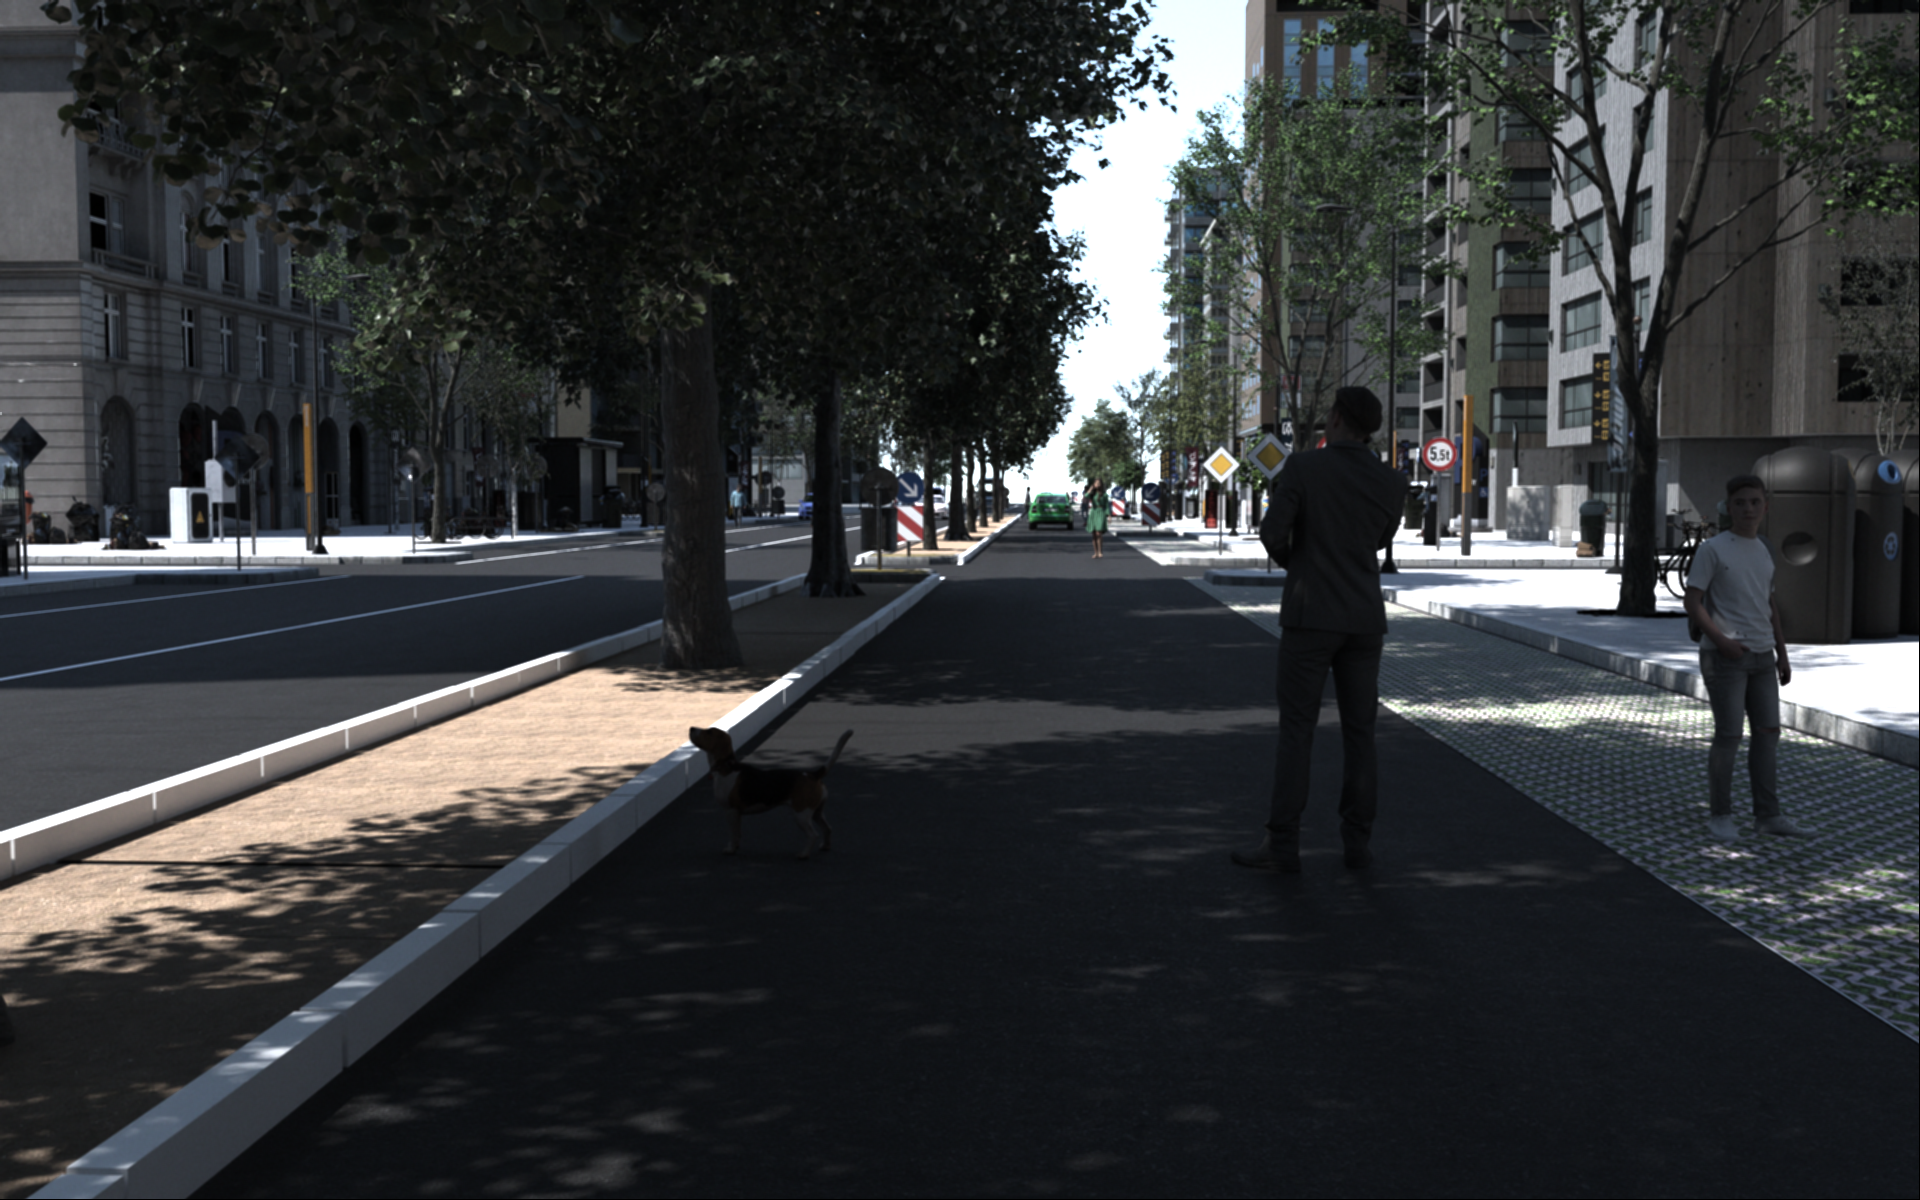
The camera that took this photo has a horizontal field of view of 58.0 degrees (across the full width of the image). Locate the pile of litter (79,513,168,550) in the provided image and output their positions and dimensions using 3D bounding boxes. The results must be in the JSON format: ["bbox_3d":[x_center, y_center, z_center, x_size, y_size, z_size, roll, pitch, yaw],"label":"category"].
[{"bbox_3d":[-19.213,-1.597,40.073,1.719,0.858,1.176,2,4,24],"label":"pile of litter"}]

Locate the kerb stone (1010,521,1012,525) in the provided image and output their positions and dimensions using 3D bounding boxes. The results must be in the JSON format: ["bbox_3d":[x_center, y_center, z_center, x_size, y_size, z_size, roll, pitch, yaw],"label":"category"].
[{"bbox_3d":[2.099,-3.292,76.027,0.120,0.150,1.000,0,4,3],"label":"kerb stone"}]

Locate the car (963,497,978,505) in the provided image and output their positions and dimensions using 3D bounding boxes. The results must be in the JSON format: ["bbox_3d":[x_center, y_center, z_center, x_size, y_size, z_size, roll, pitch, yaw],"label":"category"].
[{"bbox_3d":[1.447,-13.165,225.037,2.009,1.686,4.222,0,4,4],"label":"car"}]

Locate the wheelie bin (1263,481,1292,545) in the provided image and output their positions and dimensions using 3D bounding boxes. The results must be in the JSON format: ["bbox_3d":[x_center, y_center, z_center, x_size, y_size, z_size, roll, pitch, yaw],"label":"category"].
[{"bbox_3d":[7.596,-1.995,40.527,0.980,1.594,0.693,0,4,-1],"label":"wheelie bin"}]

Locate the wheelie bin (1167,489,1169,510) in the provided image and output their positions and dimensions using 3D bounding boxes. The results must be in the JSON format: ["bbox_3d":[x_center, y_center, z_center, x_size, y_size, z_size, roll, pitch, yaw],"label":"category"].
[{"bbox_3d":[12.750,-6.101,107.666,0.693,1.594,0.980,-2,4,-35],"label":"wheelie bin"}]

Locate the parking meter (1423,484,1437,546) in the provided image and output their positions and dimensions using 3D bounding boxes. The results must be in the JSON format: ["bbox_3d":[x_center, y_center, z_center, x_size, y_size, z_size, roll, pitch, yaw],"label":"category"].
[{"bbox_3d":[11.770,-2.130,43.234,0.372,1.533,0.369,0,3,0],"label":"parking meter"}]

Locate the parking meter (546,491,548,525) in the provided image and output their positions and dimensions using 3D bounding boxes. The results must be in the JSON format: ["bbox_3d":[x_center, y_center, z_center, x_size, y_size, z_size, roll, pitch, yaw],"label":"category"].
[{"bbox_3d":[-16.993,-3.887,71.966,0.372,1.533,0.369,0,3,0],"label":"parking meter"}]

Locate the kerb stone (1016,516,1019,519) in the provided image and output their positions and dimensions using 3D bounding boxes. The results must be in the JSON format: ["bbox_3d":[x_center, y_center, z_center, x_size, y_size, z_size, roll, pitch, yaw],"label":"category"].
[{"bbox_3d":[2.891,-4.231,91.369,0.120,0.150,1.000,0,4,3],"label":"kerb stone"}]

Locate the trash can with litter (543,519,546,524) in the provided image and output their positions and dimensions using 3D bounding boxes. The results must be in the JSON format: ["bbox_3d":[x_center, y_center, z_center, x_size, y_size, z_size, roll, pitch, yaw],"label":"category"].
[{"bbox_3d":[-18.273,-3.935,75.400,1.678,1.210,2.233,-1,4,-9],"label":"trash can with litter"}]

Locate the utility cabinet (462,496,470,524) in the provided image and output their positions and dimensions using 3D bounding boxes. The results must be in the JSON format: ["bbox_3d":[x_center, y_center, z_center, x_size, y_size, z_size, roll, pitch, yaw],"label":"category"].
[{"bbox_3d":[-20.992,-3.816,73.549,0.306,1.237,1.020,-1,4,-14],"label":"utility cabinet"}]

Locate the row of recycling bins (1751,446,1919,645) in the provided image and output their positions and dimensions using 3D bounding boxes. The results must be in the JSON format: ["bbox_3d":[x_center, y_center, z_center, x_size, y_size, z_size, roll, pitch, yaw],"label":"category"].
[{"bbox_3d":[8.398,-0.532,15.814,3.534,1.692,1.069,-2,4,-33],"label":"row of recycling bins"}]

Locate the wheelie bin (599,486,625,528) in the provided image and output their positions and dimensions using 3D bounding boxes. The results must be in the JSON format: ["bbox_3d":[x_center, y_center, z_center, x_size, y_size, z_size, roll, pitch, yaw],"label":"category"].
[{"bbox_3d":[-13.040,-3.497,65.092,0.980,1.594,0.693,-2,4,-32],"label":"wheelie bin"}]

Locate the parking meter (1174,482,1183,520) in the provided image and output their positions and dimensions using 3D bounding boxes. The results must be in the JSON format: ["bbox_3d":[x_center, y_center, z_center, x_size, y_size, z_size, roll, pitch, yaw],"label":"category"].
[{"bbox_3d":[10.707,-4.844,84.918,0.399,1.863,0.255,-2,4,-32],"label":"parking meter"}]

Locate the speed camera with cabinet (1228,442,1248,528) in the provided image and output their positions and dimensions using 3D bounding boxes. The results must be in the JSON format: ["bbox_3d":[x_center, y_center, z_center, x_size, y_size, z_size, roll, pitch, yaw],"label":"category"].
[{"bbox_3d":[10.942,-4.388,66.077,0.660,3.252,2.038,3,4,38],"label":"speed camera with cabinet"}]

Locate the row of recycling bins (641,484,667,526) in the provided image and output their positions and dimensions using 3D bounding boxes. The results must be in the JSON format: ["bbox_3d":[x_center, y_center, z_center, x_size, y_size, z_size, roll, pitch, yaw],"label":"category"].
[{"bbox_3d":[-12.556,-3.964,71.925,1.069,1.692,3.534,-1,4,-18],"label":"row of recycling bins"}]

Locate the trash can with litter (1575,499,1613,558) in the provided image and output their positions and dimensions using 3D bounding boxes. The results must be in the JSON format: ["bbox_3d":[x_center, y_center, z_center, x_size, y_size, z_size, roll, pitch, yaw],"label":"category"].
[{"bbox_3d":[12.853,-1.454,35.156,0.624,1.170,1.055,2,4,29],"label":"trash can with litter"}]

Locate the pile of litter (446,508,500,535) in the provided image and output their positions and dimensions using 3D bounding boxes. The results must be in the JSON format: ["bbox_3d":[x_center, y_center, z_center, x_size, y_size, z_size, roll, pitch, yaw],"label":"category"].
[{"bbox_3d":[-15.440,-2.486,54.617,1.719,0.858,1.176,0,4,-4],"label":"pile of litter"}]

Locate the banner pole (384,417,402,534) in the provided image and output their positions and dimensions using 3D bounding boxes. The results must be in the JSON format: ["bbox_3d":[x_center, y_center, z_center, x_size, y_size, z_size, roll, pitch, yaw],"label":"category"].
[{"bbox_3d":[-18.452,-4.060,56.402,0.401,3.779,0.863,1,4,18],"label":"banner pole"}]

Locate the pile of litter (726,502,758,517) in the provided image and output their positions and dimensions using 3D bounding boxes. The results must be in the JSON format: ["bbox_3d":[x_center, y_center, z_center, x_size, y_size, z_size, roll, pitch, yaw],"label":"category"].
[{"bbox_3d":[-12.216,-5.123,97.732,1.719,0.858,1.176,0,4,-1],"label":"pile of litter"}]

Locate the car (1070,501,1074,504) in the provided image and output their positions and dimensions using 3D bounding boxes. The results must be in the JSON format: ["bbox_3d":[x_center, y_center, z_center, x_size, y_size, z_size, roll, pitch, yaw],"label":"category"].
[{"bbox_3d":[5.285,-5.238,95.428,2.009,1.686,4.222,0,4,4],"label":"car"}]

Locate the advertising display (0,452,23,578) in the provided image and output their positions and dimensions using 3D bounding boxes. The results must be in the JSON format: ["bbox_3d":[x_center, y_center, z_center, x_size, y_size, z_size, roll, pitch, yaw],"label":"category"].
[{"bbox_3d":[-14.849,-1.332,26.985,0.123,1.923,0.974,-1,4,-10],"label":"advertising display"}]

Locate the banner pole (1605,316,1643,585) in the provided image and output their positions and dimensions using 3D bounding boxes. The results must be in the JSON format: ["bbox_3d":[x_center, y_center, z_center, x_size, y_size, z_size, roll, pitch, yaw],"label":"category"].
[{"bbox_3d":[9.325,-2.097,24.295,0.863,3.779,0.401,-2,4,-34],"label":"banner pole"}]

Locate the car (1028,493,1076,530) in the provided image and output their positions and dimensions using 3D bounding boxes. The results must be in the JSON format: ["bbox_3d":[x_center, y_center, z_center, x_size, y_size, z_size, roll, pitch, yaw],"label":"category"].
[{"bbox_3d":[3.732,-3.771,70.451,1.959,1.807,4.718,0,4,4],"label":"car"}]

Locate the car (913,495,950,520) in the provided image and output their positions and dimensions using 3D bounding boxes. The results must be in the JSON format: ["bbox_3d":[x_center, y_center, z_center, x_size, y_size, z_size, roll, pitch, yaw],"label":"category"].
[{"bbox_3d":[-1.609,-5.238,98.000,2.083,1.381,4.827,0,4,2],"label":"car"}]

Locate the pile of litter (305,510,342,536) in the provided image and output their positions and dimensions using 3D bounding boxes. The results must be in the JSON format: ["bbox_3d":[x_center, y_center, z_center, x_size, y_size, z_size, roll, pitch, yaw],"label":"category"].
[{"bbox_3d":[-19.966,-2.464,54.259,1.176,0.858,1.719,0,4,-1],"label":"pile of litter"}]

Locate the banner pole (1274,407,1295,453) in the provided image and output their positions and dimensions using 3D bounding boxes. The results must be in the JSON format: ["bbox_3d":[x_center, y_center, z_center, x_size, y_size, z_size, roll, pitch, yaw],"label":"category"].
[{"bbox_3d":[9.332,-3.671,50.034,0.863,3.779,0.401,2,4,24],"label":"banner pole"}]

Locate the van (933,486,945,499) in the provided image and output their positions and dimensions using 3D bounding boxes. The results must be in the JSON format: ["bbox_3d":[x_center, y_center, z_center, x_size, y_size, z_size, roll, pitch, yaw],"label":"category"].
[{"bbox_3d":[-2.454,-9.311,156.611,2.240,2.365,5.245,0,4,4],"label":"van"}]

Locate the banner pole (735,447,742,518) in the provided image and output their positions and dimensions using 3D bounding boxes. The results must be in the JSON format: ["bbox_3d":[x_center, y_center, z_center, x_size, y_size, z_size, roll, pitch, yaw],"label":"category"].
[{"bbox_3d":[-11.798,-6.258,92.339,0.401,3.779,0.863,1,4,17],"label":"banner pole"}]

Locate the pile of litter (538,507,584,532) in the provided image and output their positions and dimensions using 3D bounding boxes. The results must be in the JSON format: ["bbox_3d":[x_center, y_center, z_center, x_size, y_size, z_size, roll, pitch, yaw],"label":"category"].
[{"bbox_3d":[-13.325,-2.703,58.164,1.719,0.858,1.176,1,4,15],"label":"pile of litter"}]

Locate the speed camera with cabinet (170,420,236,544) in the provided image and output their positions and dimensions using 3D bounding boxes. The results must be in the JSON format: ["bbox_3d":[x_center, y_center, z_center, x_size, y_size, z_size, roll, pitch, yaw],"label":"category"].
[{"bbox_3d":[-19.967,-3.147,45.790,0.660,3.252,2.038,1,4,15],"label":"speed camera with cabinet"}]

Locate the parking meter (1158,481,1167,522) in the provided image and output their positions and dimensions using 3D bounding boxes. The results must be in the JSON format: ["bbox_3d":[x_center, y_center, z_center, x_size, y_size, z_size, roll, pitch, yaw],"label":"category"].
[{"bbox_3d":[9.148,-4.440,78.312,0.255,1.863,0.399,2,4,32],"label":"parking meter"}]

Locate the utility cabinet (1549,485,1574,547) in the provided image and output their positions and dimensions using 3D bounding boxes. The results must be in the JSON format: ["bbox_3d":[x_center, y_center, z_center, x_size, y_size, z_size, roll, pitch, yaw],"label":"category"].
[{"bbox_3d":[14.530,-2.025,41.786,0.318,1.500,1.173,1,4,11],"label":"utility cabinet"}]

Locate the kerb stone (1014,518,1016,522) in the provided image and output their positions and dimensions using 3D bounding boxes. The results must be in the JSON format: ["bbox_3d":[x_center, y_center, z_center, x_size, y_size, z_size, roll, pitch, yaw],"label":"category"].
[{"bbox_3d":[2.518,-3.793,84.204,0.120,0.150,1.000,0,4,3],"label":"kerb stone"}]

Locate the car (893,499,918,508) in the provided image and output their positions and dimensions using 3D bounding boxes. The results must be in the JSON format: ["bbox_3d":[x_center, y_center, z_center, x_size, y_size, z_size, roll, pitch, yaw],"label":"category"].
[{"bbox_3d":[-3.774,-7.042,124.173,2.155,1.783,4.494,0,4,2],"label":"car"}]

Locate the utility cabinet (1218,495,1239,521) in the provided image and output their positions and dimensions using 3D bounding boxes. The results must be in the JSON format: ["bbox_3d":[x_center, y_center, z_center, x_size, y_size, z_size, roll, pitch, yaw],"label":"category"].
[{"bbox_3d":[13.010,-4.454,83.983,1.020,1.237,0.306,1,4,22],"label":"utility cabinet"}]

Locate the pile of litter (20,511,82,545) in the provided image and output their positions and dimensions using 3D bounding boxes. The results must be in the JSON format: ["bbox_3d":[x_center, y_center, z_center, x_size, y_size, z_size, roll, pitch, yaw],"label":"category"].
[{"bbox_3d":[-23.443,-1.855,44.291,1.719,0.858,1.176,0,4,3],"label":"pile of litter"}]

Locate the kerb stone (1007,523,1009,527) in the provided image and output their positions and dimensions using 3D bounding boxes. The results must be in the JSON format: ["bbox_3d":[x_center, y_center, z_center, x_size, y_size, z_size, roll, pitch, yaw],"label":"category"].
[{"bbox_3d":[1.836,-2.980,70.918,0.120,0.150,1.000,0,4,3],"label":"kerb stone"}]

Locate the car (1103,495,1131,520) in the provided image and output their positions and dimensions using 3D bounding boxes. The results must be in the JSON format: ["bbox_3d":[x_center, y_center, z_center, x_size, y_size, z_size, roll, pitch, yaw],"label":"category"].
[{"bbox_3d":[8.286,-5.007,93.875,2.014,1.417,4.499,0,4,1],"label":"car"}]

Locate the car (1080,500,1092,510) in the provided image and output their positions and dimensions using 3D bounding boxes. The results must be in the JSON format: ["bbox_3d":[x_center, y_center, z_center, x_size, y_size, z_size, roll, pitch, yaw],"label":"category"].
[{"bbox_3d":[10.847,-7.962,142.759,1.945,1.354,3.894,0,4,3],"label":"car"}]

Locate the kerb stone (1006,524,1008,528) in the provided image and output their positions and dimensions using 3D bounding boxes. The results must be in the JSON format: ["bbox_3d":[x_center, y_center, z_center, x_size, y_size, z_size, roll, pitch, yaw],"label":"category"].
[{"bbox_3d":[1.728,-2.855,68.877,0.120,0.150,1.000,0,4,3],"label":"kerb stone"}]

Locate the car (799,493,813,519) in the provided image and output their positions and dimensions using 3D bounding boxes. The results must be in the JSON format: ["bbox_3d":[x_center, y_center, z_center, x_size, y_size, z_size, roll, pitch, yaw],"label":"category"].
[{"bbox_3d":[-8.211,-5.480,99.187,1.945,1.707,3.694,0,4,3],"label":"car"}]

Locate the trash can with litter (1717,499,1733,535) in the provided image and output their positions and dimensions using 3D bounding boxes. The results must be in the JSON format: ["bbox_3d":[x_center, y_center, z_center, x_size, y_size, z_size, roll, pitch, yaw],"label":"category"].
[{"bbox_3d":[15.846,-1.472,35.449,0.624,1.170,1.055,1,4,16],"label":"trash can with litter"}]

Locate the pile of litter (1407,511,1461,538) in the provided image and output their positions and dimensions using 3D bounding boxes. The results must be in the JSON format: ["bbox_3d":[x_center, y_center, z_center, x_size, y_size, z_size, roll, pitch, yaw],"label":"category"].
[{"bbox_3d":[14.100,-2.288,51.366,1.176,0.858,1.719,-2,4,-26],"label":"pile of litter"}]

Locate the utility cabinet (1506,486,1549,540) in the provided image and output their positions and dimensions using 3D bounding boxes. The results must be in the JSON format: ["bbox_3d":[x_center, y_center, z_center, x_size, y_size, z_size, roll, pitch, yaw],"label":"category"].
[{"bbox_3d":[15.614,-2.382,47.620,0.318,1.500,1.173,-3,4,-37],"label":"utility cabinet"}]

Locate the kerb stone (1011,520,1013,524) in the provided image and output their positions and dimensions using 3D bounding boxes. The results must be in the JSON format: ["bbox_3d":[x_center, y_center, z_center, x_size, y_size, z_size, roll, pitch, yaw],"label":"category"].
[{"bbox_3d":[2.201,-3.418,78.072,0.120,0.150,1.000,0,4,3],"label":"kerb stone"}]

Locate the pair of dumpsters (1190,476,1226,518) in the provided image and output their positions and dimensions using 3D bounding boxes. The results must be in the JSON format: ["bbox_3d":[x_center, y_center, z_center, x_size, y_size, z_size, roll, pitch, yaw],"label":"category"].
[{"bbox_3d":[13.352,-5.553,93.282,1.574,2.255,4.437,0,4,3],"label":"pair of dumpsters"}]

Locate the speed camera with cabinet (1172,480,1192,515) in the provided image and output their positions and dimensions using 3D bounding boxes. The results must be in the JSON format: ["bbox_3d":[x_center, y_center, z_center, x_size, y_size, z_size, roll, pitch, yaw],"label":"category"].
[{"bbox_3d":[13.603,-6.773,105.069,0.660,3.252,2.038,-3,4,-38],"label":"speed camera with cabinet"}]

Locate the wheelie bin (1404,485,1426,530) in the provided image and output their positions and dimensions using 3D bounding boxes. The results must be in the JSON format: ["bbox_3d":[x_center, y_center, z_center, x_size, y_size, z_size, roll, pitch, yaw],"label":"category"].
[{"bbox_3d":[16.419,-3.339,62.498,0.980,1.594,0.693,0,4,4],"label":"wheelie bin"}]

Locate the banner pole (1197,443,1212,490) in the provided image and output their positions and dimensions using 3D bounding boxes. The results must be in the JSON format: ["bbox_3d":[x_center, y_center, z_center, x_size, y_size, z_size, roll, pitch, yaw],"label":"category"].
[{"bbox_3d":[12.003,-5.788,84.651,0.863,3.779,0.401,0,4,3],"label":"banner pole"}]

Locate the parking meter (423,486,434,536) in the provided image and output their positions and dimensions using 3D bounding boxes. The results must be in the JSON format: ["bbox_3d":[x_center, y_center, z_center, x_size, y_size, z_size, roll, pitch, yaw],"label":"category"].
[{"bbox_3d":[-16.083,-2.702,52.581,0.372,1.533,0.369,0,3,0],"label":"parking meter"}]

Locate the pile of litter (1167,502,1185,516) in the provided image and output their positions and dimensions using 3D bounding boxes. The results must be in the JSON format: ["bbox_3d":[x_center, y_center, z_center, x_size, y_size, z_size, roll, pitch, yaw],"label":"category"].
[{"bbox_3d":[12.604,-5.444,102.974,1.176,0.858,1.719,-2,4,-32],"label":"pile of litter"}]

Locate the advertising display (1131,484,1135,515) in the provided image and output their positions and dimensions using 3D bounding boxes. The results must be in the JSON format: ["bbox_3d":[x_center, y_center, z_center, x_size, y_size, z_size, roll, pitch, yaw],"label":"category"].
[{"bbox_3d":[10.669,-6.230,107.069,0.123,1.923,0.974,0,4,-1],"label":"advertising display"}]

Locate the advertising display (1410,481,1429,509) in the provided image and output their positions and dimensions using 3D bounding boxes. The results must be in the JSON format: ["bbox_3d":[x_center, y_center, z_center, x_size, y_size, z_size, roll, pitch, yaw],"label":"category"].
[{"bbox_3d":[22.072,-4.771,83.226,0.974,1.923,0.123,3,5,43],"label":"advertising display"}]

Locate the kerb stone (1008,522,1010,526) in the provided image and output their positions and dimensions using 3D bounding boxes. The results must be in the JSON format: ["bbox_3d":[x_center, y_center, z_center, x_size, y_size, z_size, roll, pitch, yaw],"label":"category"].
[{"bbox_3d":[1.943,-3.100,72.959,0.120,0.150,1.000,0,4,3],"label":"kerb stone"}]

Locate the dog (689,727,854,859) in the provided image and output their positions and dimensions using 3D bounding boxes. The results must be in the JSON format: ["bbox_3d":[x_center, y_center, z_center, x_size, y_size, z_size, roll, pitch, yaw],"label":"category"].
[{"bbox_3d":[-0.754,0.758,6.890,0.540,0.507,0.406,-2,4,-33],"label":"dog"}]

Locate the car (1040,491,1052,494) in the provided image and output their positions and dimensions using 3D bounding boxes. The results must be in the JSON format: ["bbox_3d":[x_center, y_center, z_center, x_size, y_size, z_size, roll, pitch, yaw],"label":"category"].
[{"bbox_3d":[11.569,-13.717,232.939,2.281,1.827,5.304,0,4,4],"label":"car"}]
